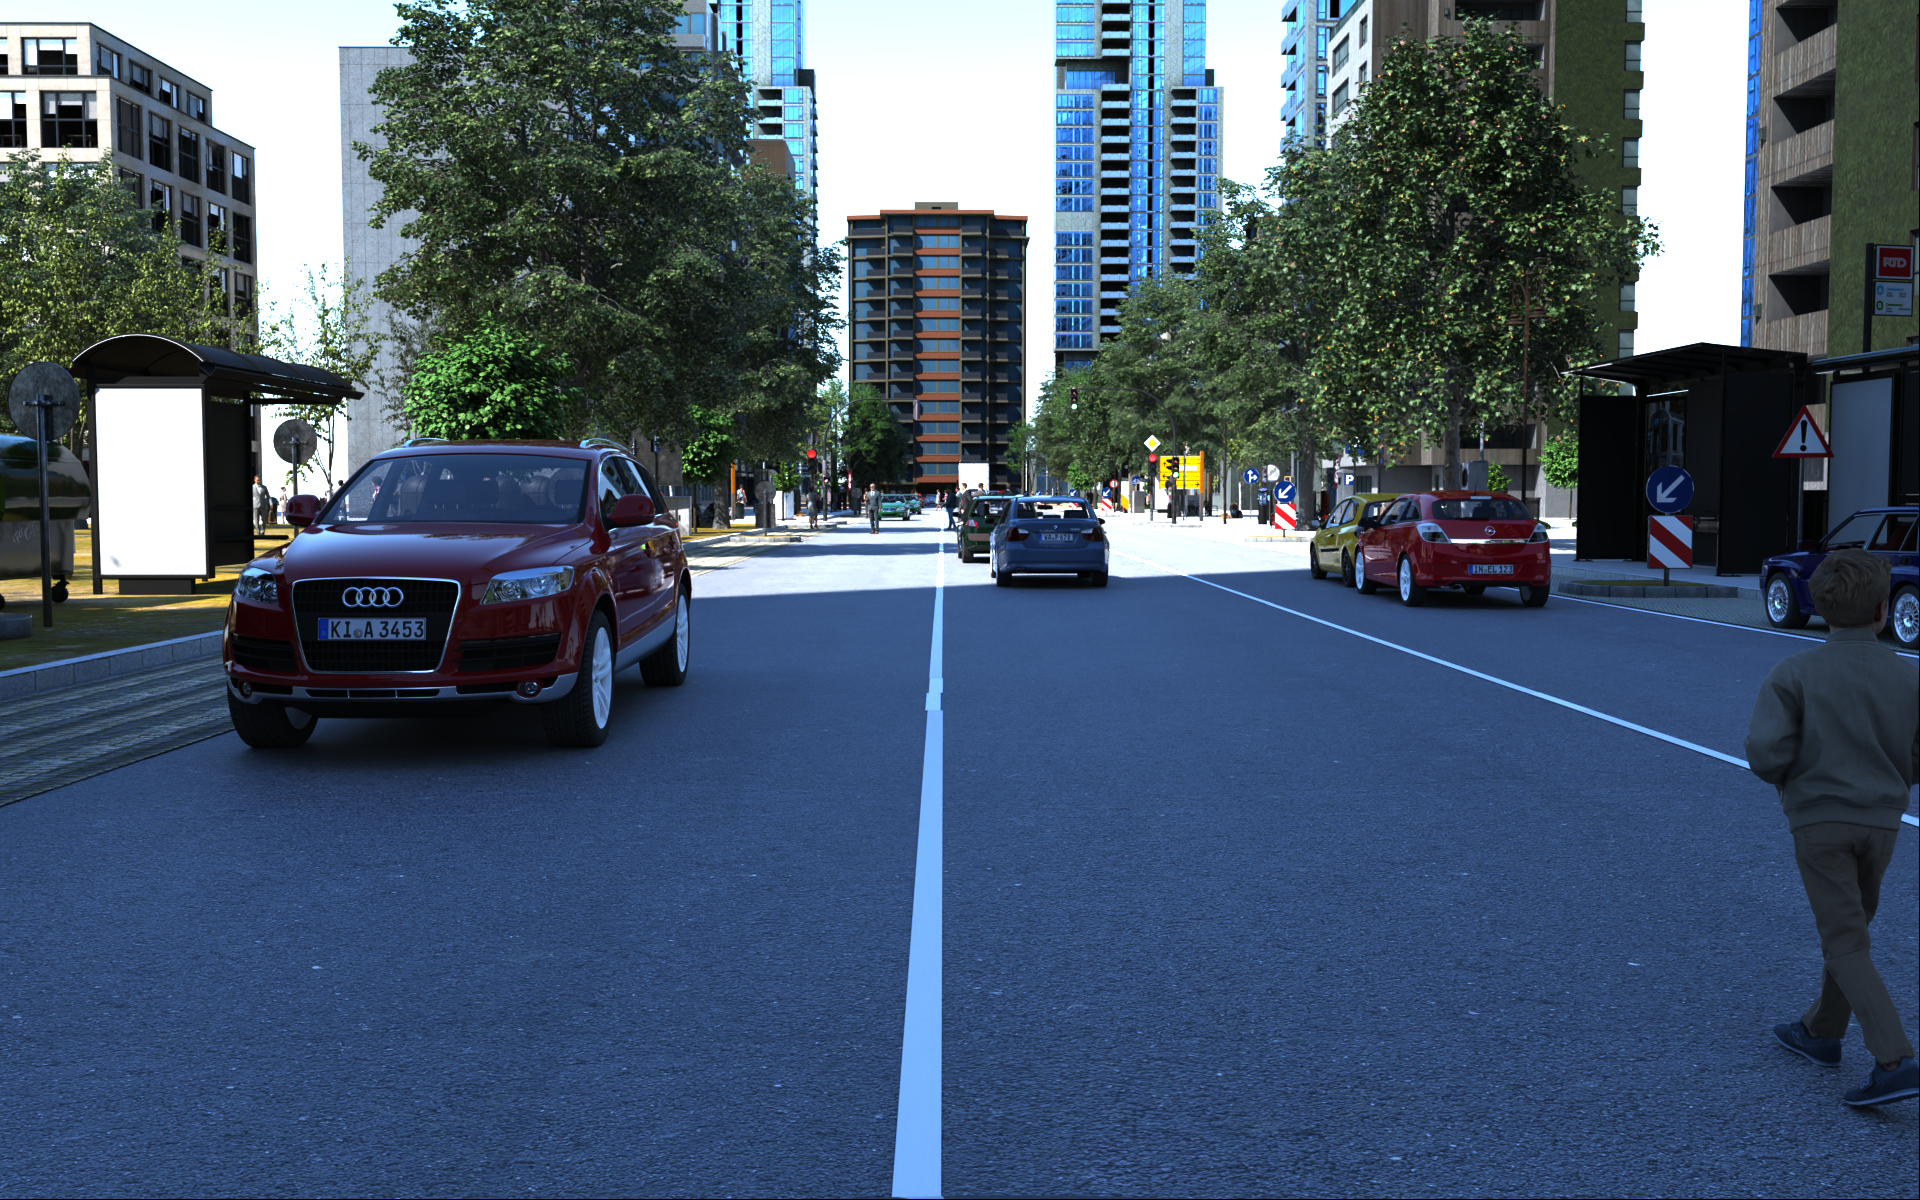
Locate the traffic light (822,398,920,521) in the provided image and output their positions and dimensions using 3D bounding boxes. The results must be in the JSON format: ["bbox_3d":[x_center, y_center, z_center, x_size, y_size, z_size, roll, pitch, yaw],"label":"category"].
[{"bbox_3d":[-4.278,-6.571,82.106,4.771,5.953,1.251,0,4,-1],"label":"traffic light"}]

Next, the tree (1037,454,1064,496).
[{"bbox_3d":[11.209,-15.564,204.829,4.360,8.622,3.978,0,3,0],"label":"tree"}]

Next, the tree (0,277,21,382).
[{"bbox_3d":[-31.611,-7.098,50.473,7.601,10.594,8.767,-1,4,-10],"label":"tree"}]

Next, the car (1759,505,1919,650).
[{"bbox_3d":[9.526,-0.281,17.174,1.945,1.354,3.894,0,4,0],"label":"car"}]

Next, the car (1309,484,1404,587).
[{"bbox_3d":[6.782,-1.088,28.005,2.015,1.641,3.980,0,4,1],"label":"car"}]

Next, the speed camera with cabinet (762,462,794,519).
[{"bbox_3d":[-9.578,-5.866,90.251,2.038,3.252,0.660,3,4,38],"label":"speed camera with cabinet"}]

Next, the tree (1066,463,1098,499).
[{"bbox_3d":[10.782,-10.196,150.420,4.285,4.588,4.351,0,3,0],"label":"tree"}]

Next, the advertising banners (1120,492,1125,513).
[{"bbox_3d":[11.210,-7.488,118.617,0.090,3.025,2.074,0,4,-7],"label":"advertising banners"}]

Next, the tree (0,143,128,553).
[{"bbox_3d":[-19.120,-5.325,37.421,4.737,8.622,4.395,0,3,0],"label":"tree"}]

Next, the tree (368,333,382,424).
[{"bbox_3d":[-18.950,-6.781,61.232,4.360,8.622,3.978,0,3,0],"label":"tree"}]

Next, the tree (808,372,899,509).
[{"bbox_3d":[-9.532,-13.635,148.692,9.928,11.665,9.643,0,3,0],"label":"tree"}]

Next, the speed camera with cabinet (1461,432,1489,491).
[{"bbox_3d":[14.271,-3.320,48.616,0.660,3.252,2.038,0,4,3],"label":"speed camera with cabinet"}]

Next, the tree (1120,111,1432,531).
[{"bbox_3d":[12.007,-9.360,59.698,9.857,13.997,8.962,0,3,0],"label":"tree"}]

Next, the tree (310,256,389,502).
[{"bbox_3d":[-19.608,-6.281,53.054,4.737,8.622,4.395,0,3,0],"label":"tree"}]

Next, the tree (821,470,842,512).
[{"bbox_3d":[-9.091,-8.061,126.394,1.663,3.219,1.824,0,3,0],"label":"tree"}]

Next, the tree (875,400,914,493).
[{"bbox_3d":[-10.918,-19.779,230.038,9.857,13.997,8.962,0,3,0],"label":"tree"}]

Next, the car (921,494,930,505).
[{"bbox_3d":[-4.759,-13.003,222.381,2.009,1.686,4.222,0,4,-1],"label":"car"}]

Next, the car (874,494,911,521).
[{"bbox_3d":[-3.687,-5.011,93.720,2.131,1.459,4.920,0,4,1],"label":"car"}]

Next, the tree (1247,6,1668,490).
[{"bbox_3d":[11.772,-7.601,41.287,9.611,12.733,9.660,0,3,0],"label":"tree"}]

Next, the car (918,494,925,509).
[{"bbox_3d":[-4.527,-10.040,173.194,2.155,1.783,4.494,0,4,0],"label":"car"}]

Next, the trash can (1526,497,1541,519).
[{"bbox_3d":[23.926,-3.718,72.436,0.748,1.137,0.748,0,3,0],"label":"trash can"}]

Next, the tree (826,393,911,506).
[{"bbox_3d":[-10.147,-16.772,191.227,9.611,12.733,9.660,0,3,0],"label":"tree"}]

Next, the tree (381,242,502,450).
[{"bbox_3d":[-13.981,-6.037,49.072,4.360,8.622,3.978,0,3,0],"label":"tree"}]

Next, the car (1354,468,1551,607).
[{"bbox_3d":[6.586,-0.886,23.519,2.155,1.783,4.494,0,4,1],"label":"car"}]

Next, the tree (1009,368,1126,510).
[{"bbox_3d":[11.081,-13.318,143.507,9.928,11.665,9.643,0,3,0],"label":"tree"}]

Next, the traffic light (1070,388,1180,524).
[{"bbox_3d":[7.076,-6.079,74.067,4.771,5.953,1.251,0,4,-1],"label":"traffic light"}]

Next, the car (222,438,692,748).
[{"bbox_3d":[-3.054,-0.171,11.473,2.281,1.827,5.304,0,4,-1],"label":"car"}]

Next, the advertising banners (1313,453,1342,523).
[{"bbox_3d":[15.583,-4.762,74.039,2.074,3.025,0.090,-2,4,-33],"label":"advertising banners"}]

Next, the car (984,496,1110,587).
[{"bbox_3d":[1.406,-0.987,28.138,2.014,1.417,4.499,0,4,-1],"label":"car"}]

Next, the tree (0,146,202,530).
[{"bbox_3d":[-32.162,-9.533,62.515,9.857,13.997,8.962,0,3,0],"label":"tree"}]

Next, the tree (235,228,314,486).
[{"bbox_3d":[-20.111,-5.836,45.786,4.737,8.622,4.395,0,3,0],"label":"tree"}]

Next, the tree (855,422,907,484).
[{"bbox_3d":[-10.296,-16.524,204.583,8.767,10.594,7.601,0,4,2],"label":"tree"}]

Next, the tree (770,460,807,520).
[{"bbox_3d":[-8.714,-5.583,85.884,1.663,3.219,1.824,0,3,0],"label":"tree"}]

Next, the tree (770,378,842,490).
[{"bbox_3d":[-8.710,-9.195,100.701,4.737,8.622,4.395,0,3,0],"label":"tree"}]

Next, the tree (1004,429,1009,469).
[{"bbox_3d":[9.745,-18.919,235.076,9.928,11.665,9.643,0,3,0],"label":"tree"}]

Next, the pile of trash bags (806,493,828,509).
[{"bbox_3d":[-12.041,-8.358,146.412,1.912,1.369,3.447,0,4,-3],"label":"pile of trash bags"}]

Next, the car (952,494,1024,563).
[{"bbox_3d":[0.839,-1.687,37.368,2.009,1.686,4.222,0,4,-2],"label":"car"}]

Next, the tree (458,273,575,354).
[{"bbox_3d":[-14.319,-6.468,56.108,4.737,8.622,4.395,0,3,0],"label":"tree"}]

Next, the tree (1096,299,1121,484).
[{"bbox_3d":[12.108,-11.620,96.646,9.857,13.997,8.962,0,3,0],"label":"tree"}]

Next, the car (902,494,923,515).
[{"bbox_3d":[-3.637,-6.709,121.487,2.131,1.459,4.920,0,4,-2],"label":"car"}]

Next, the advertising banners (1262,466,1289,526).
[{"bbox_3d":[12.752,-4.531,70.273,0.090,3.025,2.074,3,5,43],"label":"advertising banners"}]

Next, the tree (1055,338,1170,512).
[{"bbox_3d":[11.784,-12.847,127.049,9.611,12.733,9.660,0,3,0],"label":"tree"}]

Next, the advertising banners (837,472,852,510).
[{"bbox_3d":[-9.032,-8.521,135.507,0.090,3.025,2.074,-3,4,-37],"label":"advertising banners"}]

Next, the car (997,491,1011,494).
[{"bbox_3d":[4.783,-10.861,186.247,2.281,1.827,5.304,0,4,1],"label":"car"}]

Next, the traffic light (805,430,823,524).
[{"bbox_3d":[-6.294,-5.208,74.067,0.839,4.253,0.868,0,4,-1],"label":"traffic light"}]

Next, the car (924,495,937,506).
[{"bbox_3d":[-3.563,-12.492,216.605,2.083,1.381,4.827,0,4,0],"label":"car"}]

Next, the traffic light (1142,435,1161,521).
[{"bbox_3d":[9.091,-5.706,82.213,0.839,4.253,0.868,0,4,-1],"label":"traffic light"}]

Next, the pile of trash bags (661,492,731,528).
[{"bbox_3d":[-10.441,-3.464,66.382,3.447,1.369,1.912,1,4,23],"label":"pile of trash bags"}]

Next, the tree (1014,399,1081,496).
[{"bbox_3d":[11.258,-17.423,195.240,12.009,13.543,11.850,0,3,0],"label":"tree"}]

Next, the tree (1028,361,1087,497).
[{"bbox_3d":[11.348,-15.832,165.511,9.857,13.997,8.962,0,3,0],"label":"tree"}]
